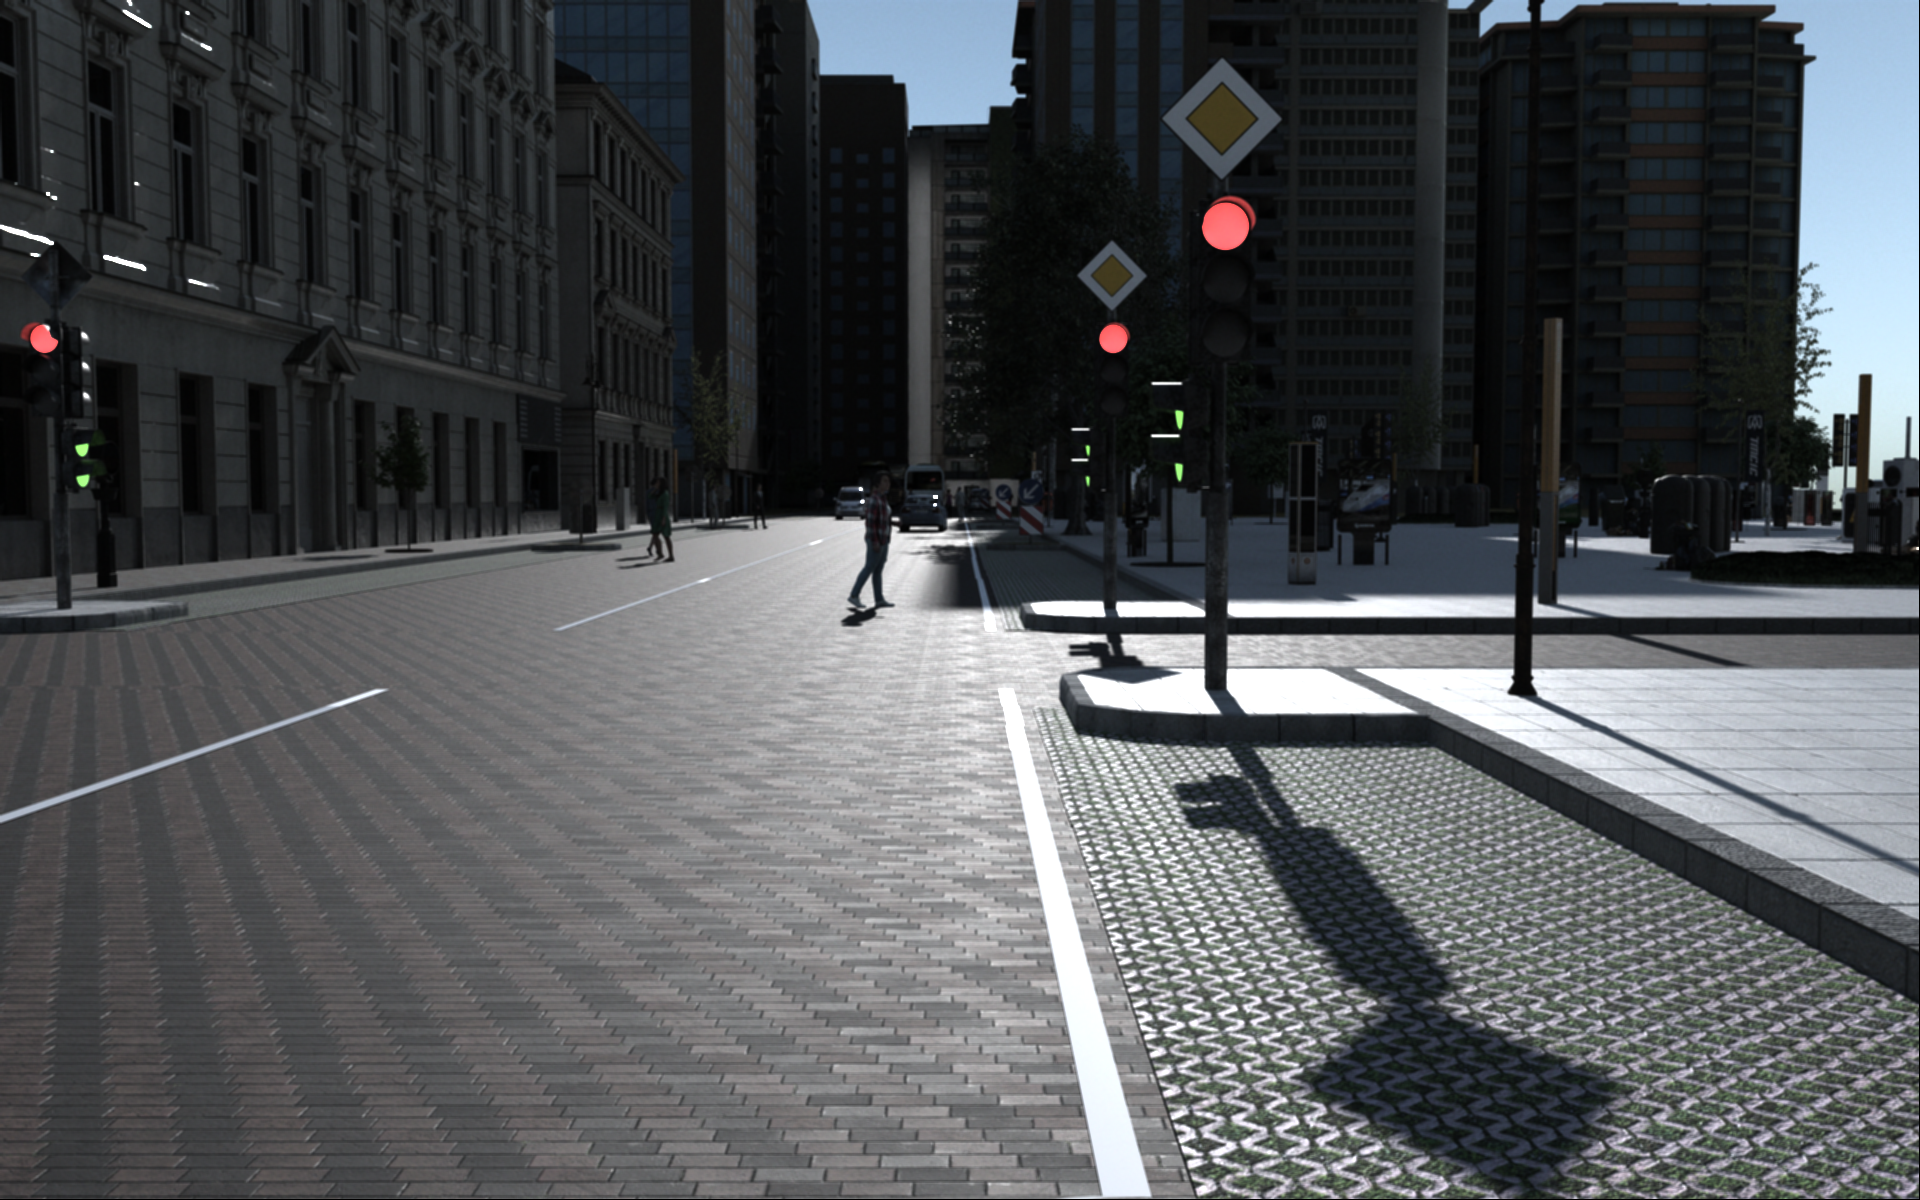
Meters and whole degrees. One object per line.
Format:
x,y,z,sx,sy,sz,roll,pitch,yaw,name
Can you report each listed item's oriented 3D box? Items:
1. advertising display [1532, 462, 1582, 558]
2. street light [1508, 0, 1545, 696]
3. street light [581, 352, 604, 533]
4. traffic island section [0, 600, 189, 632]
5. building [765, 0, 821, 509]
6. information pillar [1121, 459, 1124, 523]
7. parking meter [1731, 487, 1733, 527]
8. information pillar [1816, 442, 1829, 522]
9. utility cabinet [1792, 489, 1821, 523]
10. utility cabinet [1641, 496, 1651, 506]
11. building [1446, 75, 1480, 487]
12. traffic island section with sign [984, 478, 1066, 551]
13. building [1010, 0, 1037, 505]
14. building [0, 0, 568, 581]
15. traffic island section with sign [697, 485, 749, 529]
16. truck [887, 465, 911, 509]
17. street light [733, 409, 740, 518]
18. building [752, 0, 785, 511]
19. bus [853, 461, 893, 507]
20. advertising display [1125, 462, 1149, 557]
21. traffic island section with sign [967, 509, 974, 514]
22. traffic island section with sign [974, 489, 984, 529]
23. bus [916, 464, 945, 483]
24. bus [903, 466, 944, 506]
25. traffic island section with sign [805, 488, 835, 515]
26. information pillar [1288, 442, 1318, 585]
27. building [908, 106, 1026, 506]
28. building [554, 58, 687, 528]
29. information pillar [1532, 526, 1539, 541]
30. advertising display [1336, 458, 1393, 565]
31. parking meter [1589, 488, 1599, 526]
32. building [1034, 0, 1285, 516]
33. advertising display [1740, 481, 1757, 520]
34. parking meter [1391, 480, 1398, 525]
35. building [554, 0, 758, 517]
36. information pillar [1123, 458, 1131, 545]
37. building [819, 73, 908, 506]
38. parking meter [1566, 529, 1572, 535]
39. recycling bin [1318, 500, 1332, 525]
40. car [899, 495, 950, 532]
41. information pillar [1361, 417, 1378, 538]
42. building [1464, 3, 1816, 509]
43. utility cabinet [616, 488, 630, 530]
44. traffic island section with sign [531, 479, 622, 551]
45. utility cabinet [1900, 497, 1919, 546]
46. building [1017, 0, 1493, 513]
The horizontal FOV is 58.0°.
12.049,-1.821,34.984,0.974,1.923,0.123,0,4,-7,advertising display
3.608,-2.333,10.933,0.468,5.910,1.993,0,3,0,street light
-11.991,-5.131,56.676,0.468,5.910,1.993,0,3,0,street light
-10.041,0.177,19.393,2.009,0.180,2.903,0,3,0,traffic island section
-24.111,-32.690,158.182,21.600,48.544,21.300,0,3,0,building
7.261,-5.218,76.667,0.183,3.616,0.504,0,4,3,information pillar
24.829,-2.920,56.156,0.372,1.533,0.369,0,3,0,parking meter
38.936,-5.310,78.178,0.504,3.616,0.183,1,4,14,information pillar
37.636,-4.178,76.991,1.173,1.500,0.318,0,4,-7,utility cabinet
27.689,-3.589,69.849,0.306,1.237,1.020,1,4,11,utility cabinet
39.363,-29.260,161.997,14.086,41.232,14.154,0,3,0,building
1.688,-2.194,44.503,1.989,1.847,2.006,0,3,0,traffic island section with sign
15.715,-30.572,154.479,22.147,44.769,28.867,0,3,0,building
-21.958,-16.194,41.189,17.030,29.872,44.131,0,3,0,building
-9.742,-3.842,71.437,1.989,1.847,2.006,0,3,0,traffic island section with sign
-6.076,-10.868,166.604,2.839,4.237,11.283,0,4,2,truck
-12.082,-7.405,93.865,0.468,5.910,1.993,0,3,0,street light
-24.328,-28.660,123.217,22.147,44.769,28.867,0,3,0,building
-6.583,-8.641,132.833,2.896,3.916,12.252,0,4,-2,bus
3.625,-1.849,35.441,0.123,1.923,0.974,2,4,28,advertising display
1.637,-6.926,121.867,1.989,1.847,2.006,0,3,0,traffic island section with sign
1.675,-3.847,71.530,1.989,1.847,2.006,0,3,0,traffic island section with sign
-2.692,-9.020,139.022,2.896,3.916,12.252,0,4,0,bus
-2.457,-7.538,118.109,2.948,3.499,13.247,0,4,-1,bus
-9.786,-6.882,121.152,1.989,1.847,2.006,0,3,0,traffic island section with sign
4.863,-1.228,24.577,0.304,2.012,0.304,-1,4,-18,information pillar
1.413,-30.734,186.098,14.086,41.232,14.154,0,3,0,building
-18.266,-12.755,73.169,10.561,19.102,19.286,0,3,0,building
15.560,-2.602,47.033,0.304,2.012,0.304,2,4,32,information pillar
7.322,-1.601,31.384,0.974,1.923,0.123,0,4,3,advertising display
25.558,-3.756,69.827,0.372,1.533,0.369,0,3,0,parking meter
11.902,-28.045,108.646,14.600,45.320,14.200,0,3,0,building
39.054,-4.935,85.904,0.123,1.923,0.974,-2,4,-31,advertising display
18.129,-4.090,72.587,0.399,1.863,0.255,-3,4,-36,parking meter
-19.699,-27.604,101.435,14.600,45.320,14.200,0,3,0,building
4.425,-3.210,43.843,0.183,3.616,0.504,-2,4,-27,information pillar
-12.729,-32.750,185.581,14.200,45.320,14.600,0,3,0,building
18.896,-2.953,53.991,0.399,1.863,0.255,-2,4,-29,parking meter
14.864,-3.600,71.410,0.722,1.027,0.722,0,4,-8,recycling bin
-1.418,-3.400,67.597,2.014,1.417,4.499,0,4,1,car
11.999,-3.634,50.770,0.504,3.616,0.183,2,4,34,information pillar
61.032,-30.763,157.597,28.867,44.769,22.147,0,3,0,building
-11.951,-3.221,61.341,0.318,1.500,1.173,0,4,-1,utility cabinet
-9.740,-2.179,44.255,1.989,1.847,2.006,0,3,0,traffic island section with sign
22.045,-1.762,39.971,1.020,1.237,0.306,-3,4,-37,utility cabinet
20.602,-26.671,127.959,32.217,40.220,23.993,0,3,0,building
